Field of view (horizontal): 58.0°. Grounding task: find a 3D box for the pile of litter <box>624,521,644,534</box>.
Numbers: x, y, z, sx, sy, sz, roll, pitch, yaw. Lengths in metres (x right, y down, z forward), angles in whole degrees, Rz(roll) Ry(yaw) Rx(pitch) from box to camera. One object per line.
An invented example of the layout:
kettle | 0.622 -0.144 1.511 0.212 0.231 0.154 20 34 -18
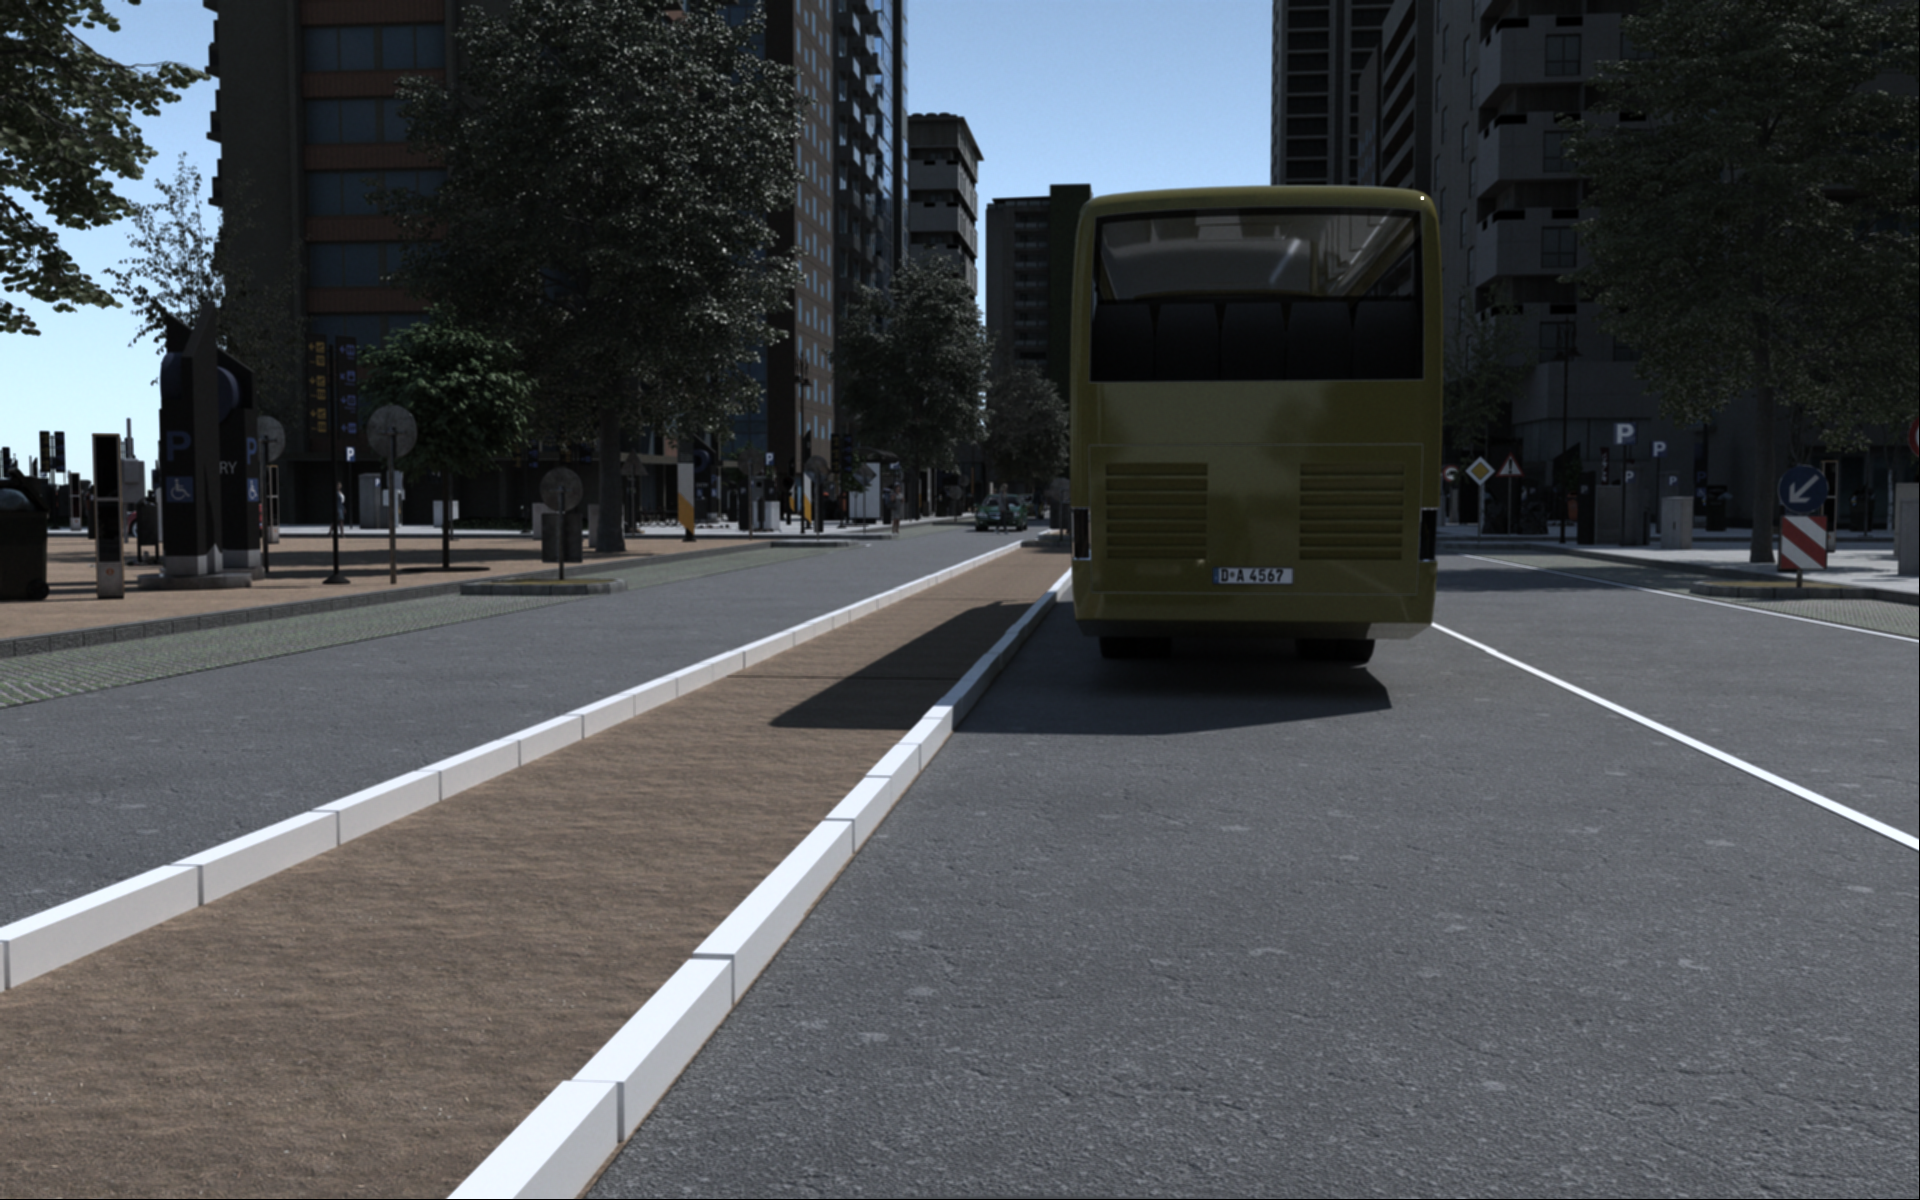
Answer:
pile of litter | -10.935 -2.588 56.281 1.176 0.858 1.719 -2 4 -30

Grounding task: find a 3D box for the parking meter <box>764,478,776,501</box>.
parking meter | -7.116 -3.615 64.816 0.399 1.863 0.255 -3 5 -40

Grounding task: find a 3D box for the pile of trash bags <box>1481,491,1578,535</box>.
pile of trash bags | 18.225 -2.760 54.874 1.912 1.369 3.447 -3 5 -42

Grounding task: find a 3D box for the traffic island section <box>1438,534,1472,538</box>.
traffic island section | 14.558 -1.921 53.684 2.009 0.180 2.903 0 4 6

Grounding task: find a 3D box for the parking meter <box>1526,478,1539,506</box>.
parking meter | 20.650 -3.473 62.491 0.399 1.863 0.255 1 4 12

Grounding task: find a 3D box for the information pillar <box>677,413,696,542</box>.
information pillar | -7.354 -3.373 46.500 0.183 3.616 0.504 3 5 45

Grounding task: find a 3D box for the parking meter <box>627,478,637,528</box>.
parking meter | -11.632 -3.405 61.380 0.255 1.863 0.399 -2 4 -24

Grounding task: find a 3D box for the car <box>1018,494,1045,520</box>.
car | 3.832 -5.385 98.260 2.015 1.641 3.980 0 4 7

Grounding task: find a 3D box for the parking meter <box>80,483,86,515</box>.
parking meter | -45.553 -5.140 89.752 0.255 1.863 0.399 1 4 18

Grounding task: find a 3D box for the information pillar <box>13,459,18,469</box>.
information pillar | -63.847 -7.688 117.057 0.183 3.616 0.504 1 4 14

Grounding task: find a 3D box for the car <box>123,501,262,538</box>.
car | -23.610 -2.722 53.543 4.494 1.783 2.155 0 4 6

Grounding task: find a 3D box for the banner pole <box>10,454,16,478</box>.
banner pole | -58.646 -7.166 107.174 0.863 3.779 0.401 1 4 13

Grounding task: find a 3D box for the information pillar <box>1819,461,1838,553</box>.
information pillar | 19.090 -2.055 38.090 0.304 2.012 0.304 1 4 17

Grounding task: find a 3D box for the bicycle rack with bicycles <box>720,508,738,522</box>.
bicycle rack with bicycles | -9.937 -4.147 81.190 2.925 0.926 2.852 -1 4 -16

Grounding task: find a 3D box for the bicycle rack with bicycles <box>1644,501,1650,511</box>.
bicycle rack with bicycles | 35.920 -4.613 88.811 2.852 0.926 2.925 1 4 11

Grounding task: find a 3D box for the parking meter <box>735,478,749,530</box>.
parking meter | -7.636 -3.397 61.258 0.399 1.863 0.255 1 4 11

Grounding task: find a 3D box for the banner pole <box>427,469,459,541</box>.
banner pole | -14.296 -3.533 47.783 0.863 3.779 0.401 -1 4 -11

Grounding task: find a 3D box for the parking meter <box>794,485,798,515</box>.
parking meter | -10.261 -6.253 107.948 0.255 1.863 0.399 -1 4 -9

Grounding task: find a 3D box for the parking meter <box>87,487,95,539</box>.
parking meter | -24.638 -2.502 49.315 0.372 1.533 0.369 0 3 0

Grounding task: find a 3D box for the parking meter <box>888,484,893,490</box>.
parking meter | -4.169 -6.069 104.935 0.399 1.863 0.255 3 5 45

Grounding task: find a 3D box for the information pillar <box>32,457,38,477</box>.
information pillar | -58.539 -7.237 109.678 0.183 3.616 0.504 0 4 1

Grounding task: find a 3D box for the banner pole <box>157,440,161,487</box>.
banner pole | -32.481 -4.944 70.849 0.863 3.779 0.401 2 4 25

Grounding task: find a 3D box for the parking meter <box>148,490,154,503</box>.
parking meter | -52.295 -6.335 111.983 0.372 1.533 0.369 0 3 0

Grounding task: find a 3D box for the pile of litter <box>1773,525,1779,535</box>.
pile of litter | 26.305 -2.527 55.276 1.719 0.858 1.176 -3 5 -40

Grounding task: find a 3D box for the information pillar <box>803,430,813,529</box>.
information pillar | -5.570 -4.381 62.985 0.183 3.616 0.504 2 4 28

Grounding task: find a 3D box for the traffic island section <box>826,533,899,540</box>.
traffic island section | -3.085 -2.034 55.542 2.009 0.180 2.903 0 4 6

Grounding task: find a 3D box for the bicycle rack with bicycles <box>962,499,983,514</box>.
bicycle rack with bicycles | 0.392 -6.400 118.018 2.852 0.926 2.925 -2 4 -35

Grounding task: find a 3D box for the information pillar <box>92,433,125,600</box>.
information pillar | -10.410 -1.021 21.178 0.304 2.012 0.304 -2 4 -25

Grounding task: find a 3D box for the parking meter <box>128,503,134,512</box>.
parking meter | -58.519 -6.960 122.203 0.372 1.533 0.369 0 3 0

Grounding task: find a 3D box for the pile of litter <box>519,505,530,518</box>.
pile of litter | -17.172 -3.379 69.208 1.176 0.858 1.719 -1 4 -11

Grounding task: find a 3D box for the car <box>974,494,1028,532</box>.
car | 1.645 -3.420 67.721 2.131 1.459 4.920 0 4 6

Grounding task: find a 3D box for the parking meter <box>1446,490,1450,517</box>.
parking meter | 27.127 -5.352 95.912 0.372 1.533 0.369 0 3 0

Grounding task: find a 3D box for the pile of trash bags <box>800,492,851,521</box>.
pile of trash bags | -6.362 -4.595 84.875 1.912 1.369 3.447 -2 4 -34

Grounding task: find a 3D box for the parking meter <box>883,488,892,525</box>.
parking meter | -3.058 -3.936 72.766 0.372 1.533 0.369 0 3 0

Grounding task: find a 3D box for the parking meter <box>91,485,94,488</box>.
parking meter | -55.942 -6.485 111.739 0.399 1.863 0.255 3 5 41

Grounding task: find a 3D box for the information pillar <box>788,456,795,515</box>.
information pillar | -10.437 -7.082 107.139 0.183 3.616 0.504 3 4 38

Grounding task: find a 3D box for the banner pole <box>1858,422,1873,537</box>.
banner pole | 27.092 -3.773 51.699 0.401 3.779 0.863 2 4 26

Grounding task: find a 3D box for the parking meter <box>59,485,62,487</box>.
parking meter | -55.662 -6.222 107.438 0.399 1.863 0.255 -2 4 -33

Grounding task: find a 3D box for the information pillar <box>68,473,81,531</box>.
information pillar | -30.873 -3.420 60.417 0.304 2.012 0.304 -3 4 -38

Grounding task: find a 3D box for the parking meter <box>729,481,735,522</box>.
parking meter | -10.356 -4.490 79.119 0.255 1.863 0.399 -2 4 -34

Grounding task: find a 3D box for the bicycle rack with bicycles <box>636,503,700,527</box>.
bicycle rack with bicycles | -11.770 -3.381 68.655 2.925 0.926 2.852 -1 4 -19

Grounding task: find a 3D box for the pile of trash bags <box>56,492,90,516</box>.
pile of trash bags | -49.850 -5.406 98.137 1.912 1.369 3.447 3 5 44

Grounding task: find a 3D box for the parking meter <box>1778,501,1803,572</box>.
parking meter | 13.669 -1.227 28.474 0.372 1.533 0.369 0 3 0

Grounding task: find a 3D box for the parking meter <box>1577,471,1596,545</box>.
parking meter | 15.841 -2.331 43.830 0.255 1.863 0.399 -3 5 -41

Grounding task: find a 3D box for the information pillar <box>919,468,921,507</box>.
information pillar | -2.420 -6.453 96.862 0.504 3.616 0.183 2 4 35

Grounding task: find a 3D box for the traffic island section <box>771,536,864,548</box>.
traffic island section | -3.922 -1.549 47.600 2.009 0.180 2.903 0 4 6

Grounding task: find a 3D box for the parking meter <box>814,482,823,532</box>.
parking meter | -4.744 -3.203 58.075 0.255 1.863 0.399 -1 4 -17

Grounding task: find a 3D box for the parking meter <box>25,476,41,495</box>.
parking meter | -13.475 -1.017 25.038 0.372 1.533 0.369 0 3 0

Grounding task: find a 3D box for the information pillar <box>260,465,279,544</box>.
information pillar | -17.786 -2.455 44.638 0.304 2.012 0.304 1 4 15

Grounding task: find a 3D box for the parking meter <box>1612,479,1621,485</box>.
parking meter | 26.305 -3.896 69.403 0.255 1.863 0.399 -1 4 -10

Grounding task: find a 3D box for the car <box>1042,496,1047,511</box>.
car | 6.179 -7.923 142.124 1.945 1.354 3.894 0 4 7
